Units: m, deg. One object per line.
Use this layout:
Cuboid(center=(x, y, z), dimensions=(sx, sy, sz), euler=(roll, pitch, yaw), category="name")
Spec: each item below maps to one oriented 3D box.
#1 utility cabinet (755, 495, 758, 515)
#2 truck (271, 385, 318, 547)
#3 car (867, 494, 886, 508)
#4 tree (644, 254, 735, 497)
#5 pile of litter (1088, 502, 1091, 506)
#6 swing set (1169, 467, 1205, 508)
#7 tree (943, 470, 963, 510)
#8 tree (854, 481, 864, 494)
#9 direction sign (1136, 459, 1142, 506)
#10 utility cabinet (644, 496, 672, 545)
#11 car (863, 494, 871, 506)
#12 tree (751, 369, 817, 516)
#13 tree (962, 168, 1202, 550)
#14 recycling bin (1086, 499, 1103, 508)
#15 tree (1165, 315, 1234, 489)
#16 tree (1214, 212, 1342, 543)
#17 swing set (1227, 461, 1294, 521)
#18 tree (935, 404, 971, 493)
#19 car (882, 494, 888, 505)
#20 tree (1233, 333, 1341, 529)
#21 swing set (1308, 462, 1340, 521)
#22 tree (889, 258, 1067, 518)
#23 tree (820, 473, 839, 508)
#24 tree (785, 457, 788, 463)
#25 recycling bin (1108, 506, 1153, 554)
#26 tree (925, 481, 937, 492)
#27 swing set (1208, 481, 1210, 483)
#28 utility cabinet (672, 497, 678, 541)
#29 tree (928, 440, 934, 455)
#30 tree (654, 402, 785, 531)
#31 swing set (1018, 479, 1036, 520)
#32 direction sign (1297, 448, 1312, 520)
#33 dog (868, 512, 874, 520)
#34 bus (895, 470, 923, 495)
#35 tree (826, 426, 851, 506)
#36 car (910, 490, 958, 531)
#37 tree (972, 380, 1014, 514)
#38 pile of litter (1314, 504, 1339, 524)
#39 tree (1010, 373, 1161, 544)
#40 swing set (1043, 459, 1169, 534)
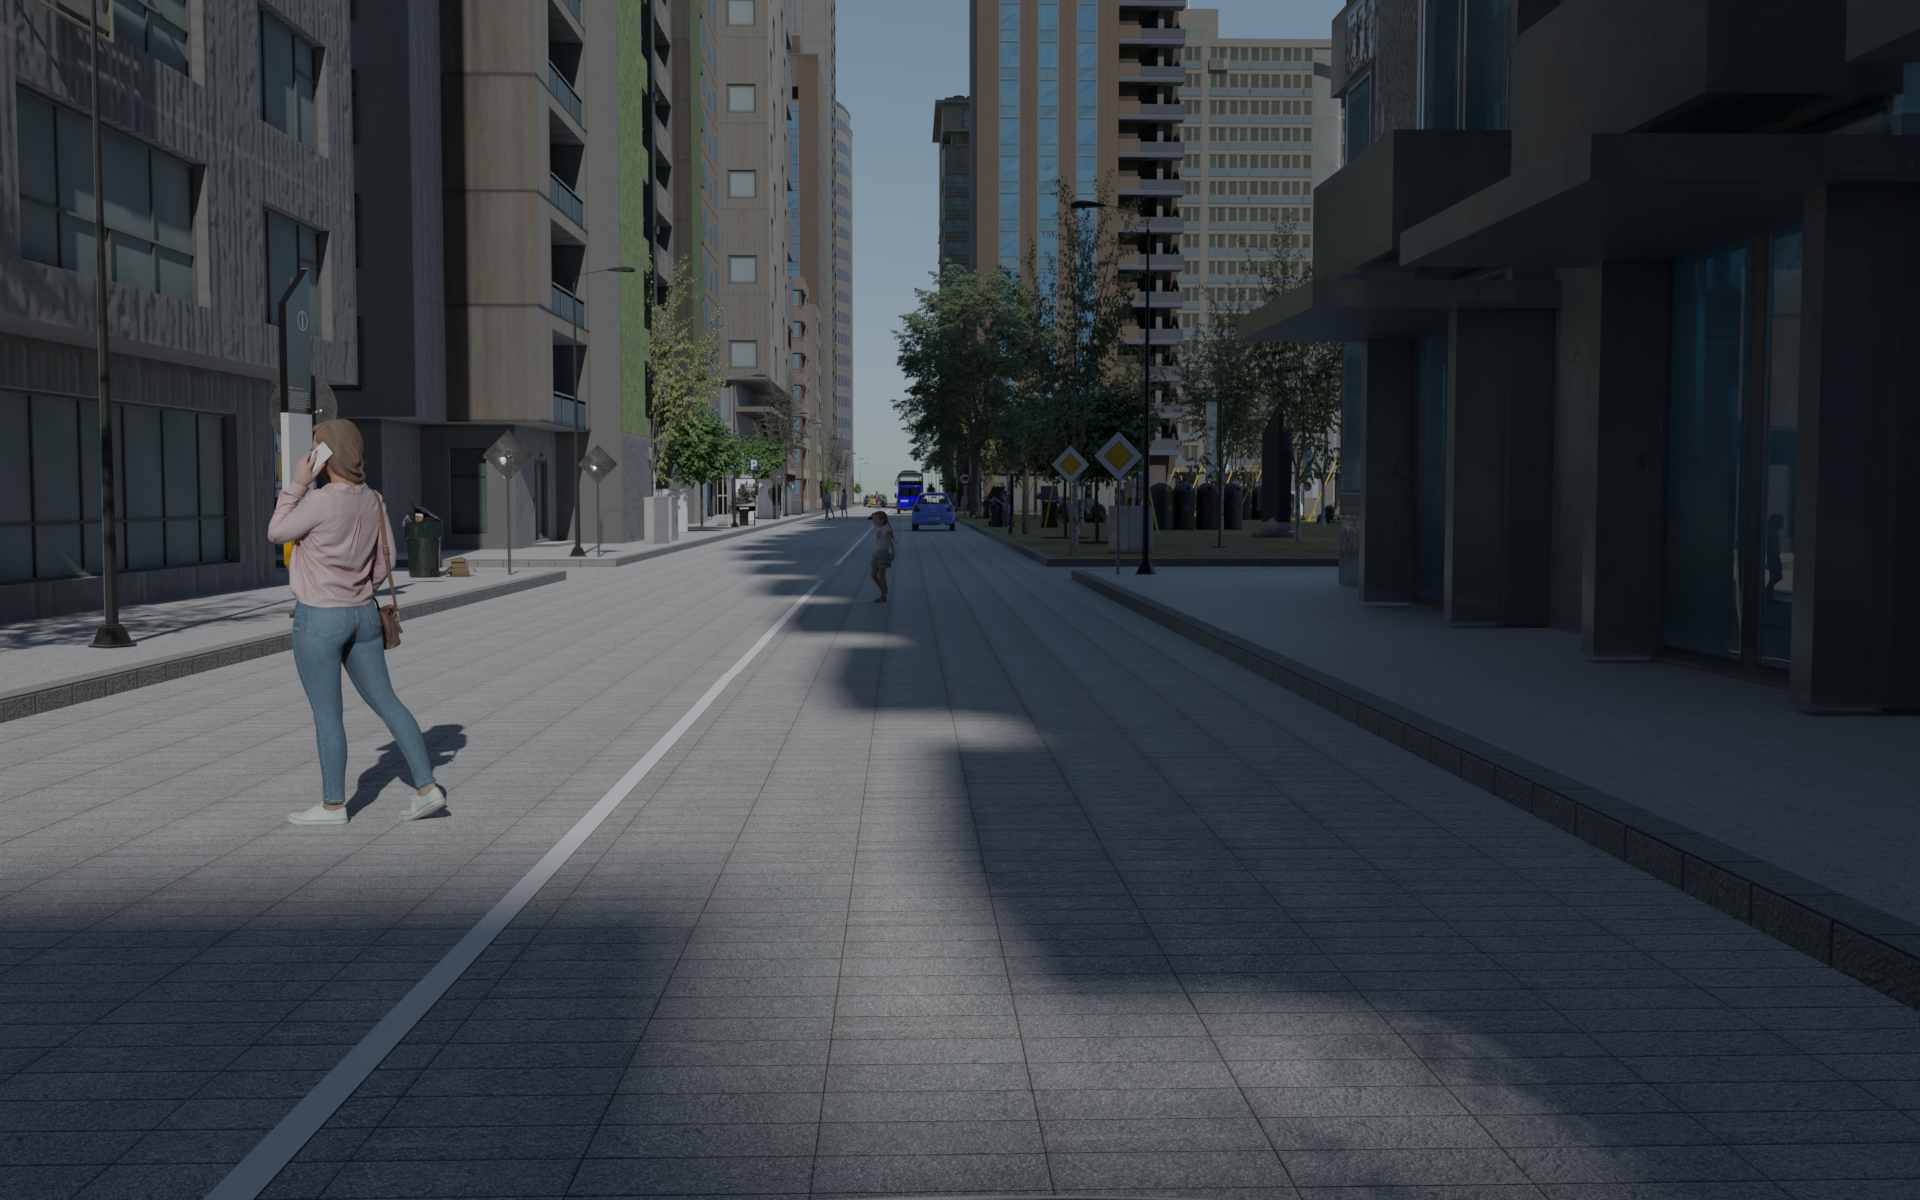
Cuboid(center=(-13.050, -5.902, 107.656), dimensions=(1.020, 1.237, 0.306), euler=(-2, 4, -31), category="utility cabinet")
Cuboid(center=(-17.519, -2.562, 30.807), dimensions=(11.283, 4.237, 2.839), euler=(0, 4, -4), category="truck")
Cuboid(center=(-8.766, -10.521, 182.244), dimensions=(2.015, 1.641, 3.980), euler=(0, 4, -1), category="car")
Cuboid(center=(-9.063, -6.238, 52.354), dimensions=(4.737, 8.622, 4.395), euler=(0, 3, 0), category="tree")
Cuboid(center=(6.693, -4.934, 94.640), dimensions=(1.176, 0.858, 1.719), euler=(0, 4, 0), category="pile of litter")
Cuboid(center=(13.493, -6.423, 102.634), dimensions=(2.862, 2.851, 3.119), euler=(-2, 4, -26), category="swing set")
Cuboid(center=(-0.593, -8.914, 140.342), dimensions=(1.663, 3.219, 1.824), euler=(0, 3, 0), category="tree")
Cuboid(center=(-14.579, -15.506, 248.130), dimensions=(1.663, 3.219, 1.824), euler=(0, 3, 0), category="tree")
Cuboid(center=(6.112, -4.137, 59.630), dimensions=(0.379, 3.537, 0.876), euler=(-1, 4, -14), category="direction sign")
Cuboid(center=(-7.795, -2.036, 44.447), dimensions=(0.306, 1.237, 1.020), euler=(1, 4, 11), category="utility cabinet")
Cuboid(center=(-10.802, -12.137, 210.444), dimensions=(2.014, 1.417, 4.499), euler=(0, 4, 0), category="car")
Cuboid(center=(-10.419, -9.250, 101.593), dimensions=(4.360, 8.622, 3.978), euler=(0, 3, 0), category="tree")
Cuboid(center=(2.475, -5.445, 39.388), dimensions=(4.360, 8.622, 3.978), euler=(0, 3, 0), category="tree")
Cuboid(center=(7.479, -5.116, 96.198), dimensions=(0.722, 1.027, 0.722), euler=(2, 4, 27), category="recycling bin")
Cuboid(center=(11.093, -7.469, 72.478), dimensions=(4.737, 8.622, 4.395), euler=(0, 3, 0), category="tree")
Cuboid(center=(8.883, -5.796, 45.128), dimensions=(4.360, 8.622, 3.978), euler=(0, 3, 0), category="tree")
Cuboid(center=(14.472, -5.260, 83.620), dimensions=(2.862, 2.851, 3.119), euler=(0, 4, 3), category="swing set")
Cuboid(center=(1.610, -9.842, 111.273), dimensions=(4.737, 8.622, 4.395), euler=(0, 3, 0), category="tree")
Cuboid(center=(-10.136, -12.905, 219.798), dimensions=(1.959, 1.807, 4.718), euler=(0, 4, -1), category="car")
Cuboid(center=(13.298, -6.973, 64.371), dimensions=(4.737, 8.622, 4.395), euler=(0, 3, 0), category="tree")
Cuboid(center=(17.993, -5.067, 80.458), dimensions=(2.862, 2.851, 3.119), euler=(-1, 4, -9), category="swing set")
Cuboid(center=(0.938, -11.476, 94.282), dimensions=(9.857, 13.997, 8.962), euler=(0, 3, 0), category="tree")
Cuboid(center=(-11.960, -10.102, 159.772), dimensions=(1.663, 3.219, 1.824), euler=(0, 3, 0), category="tree")
Cuboid(center=(-10.677, -6.575, 91.208), dimensions=(4.285, 4.588, 4.351), euler=(0, 3, 0), category="tree")
Cuboid(center=(3.715, -1.536, 37.675), dimensions=(0.722, 1.027, 0.722), euler=(-2, 4, -33), category="recycling bin")
Cuboid(center=(-4.569, -16.440, 263.397), dimensions=(1.663, 3.219, 1.824), euler=(0, 3, 0), category="tree")
Cuboid(center=(16.188, -6.103, 97.400), dimensions=(2.862, 2.851, 3.119), euler=(-2, 4, -26), category="swing set")
Cuboid(center=(-7.974, -2.234, 47.692), dimensions=(0.306, 1.237, 1.020), euler=(0, 4, 0), category="utility cabinet")
Cuboid(center=(-1.704, -15.004, 195.672), dimensions=(4.737, 8.622, 4.395), euler=(0, 3, 0), category="tree")
Cuboid(center=(-9.096, -4.687, 60.339), dimensions=(4.285, 4.588, 4.351), euler=(0, 3, 0), category="tree")
Cuboid(center=(4.806, -5.423, 86.285), dimensions=(2.862, 2.851, 3.119), euler=(-1, 4, -22), category="swing set")
Cuboid(center=(16.788, -5.661, 84.551), dimensions=(0.876, 3.537, 0.379), euler=(-2, 4, -28), category="direction sign")
Cuboid(center=(-4.876, -4.667, 96.497), dimensions=(0.550, 0.427, 0.748), euler=(0, 4, 7), category="dog")
Cuboid(center=(-5.198, -11.424, 178.331), dimensions=(2.896, 3.916, 12.252), euler=(0, 4, -3), category="bus")
Cuboid(center=(-13.497, -14.447, 186.572), dimensions=(4.360, 8.622, 3.978), euler=(0, 3, 0), category="tree")
Cuboid(center=(-1.029, -3.587, 68.243), dimensions=(1.945, 1.707, 3.694), euler=(0, 4, 0), category="car")
Cuboid(center=(3.800, -9.427, 104.495), dimensions=(4.737, 8.622, 4.395), euler=(0, 3, 0), category="tree")
Cuboid(center=(16.151, -3.730, 74.951), dimensions=(1.719, 0.858, 1.176), euler=(0, 4, -1), category="pile of litter")
Cuboid(center=(3.150, -4.073, 50.301), dimensions=(4.285, 4.588, 4.351), euler=(0, 3, 0), category="tree")
Cuboid(center=(4.738, -3.635, 57.051), dimensions=(3.119, 2.851, 2.862), euler=(-1, 4, -21), category="swing set")
